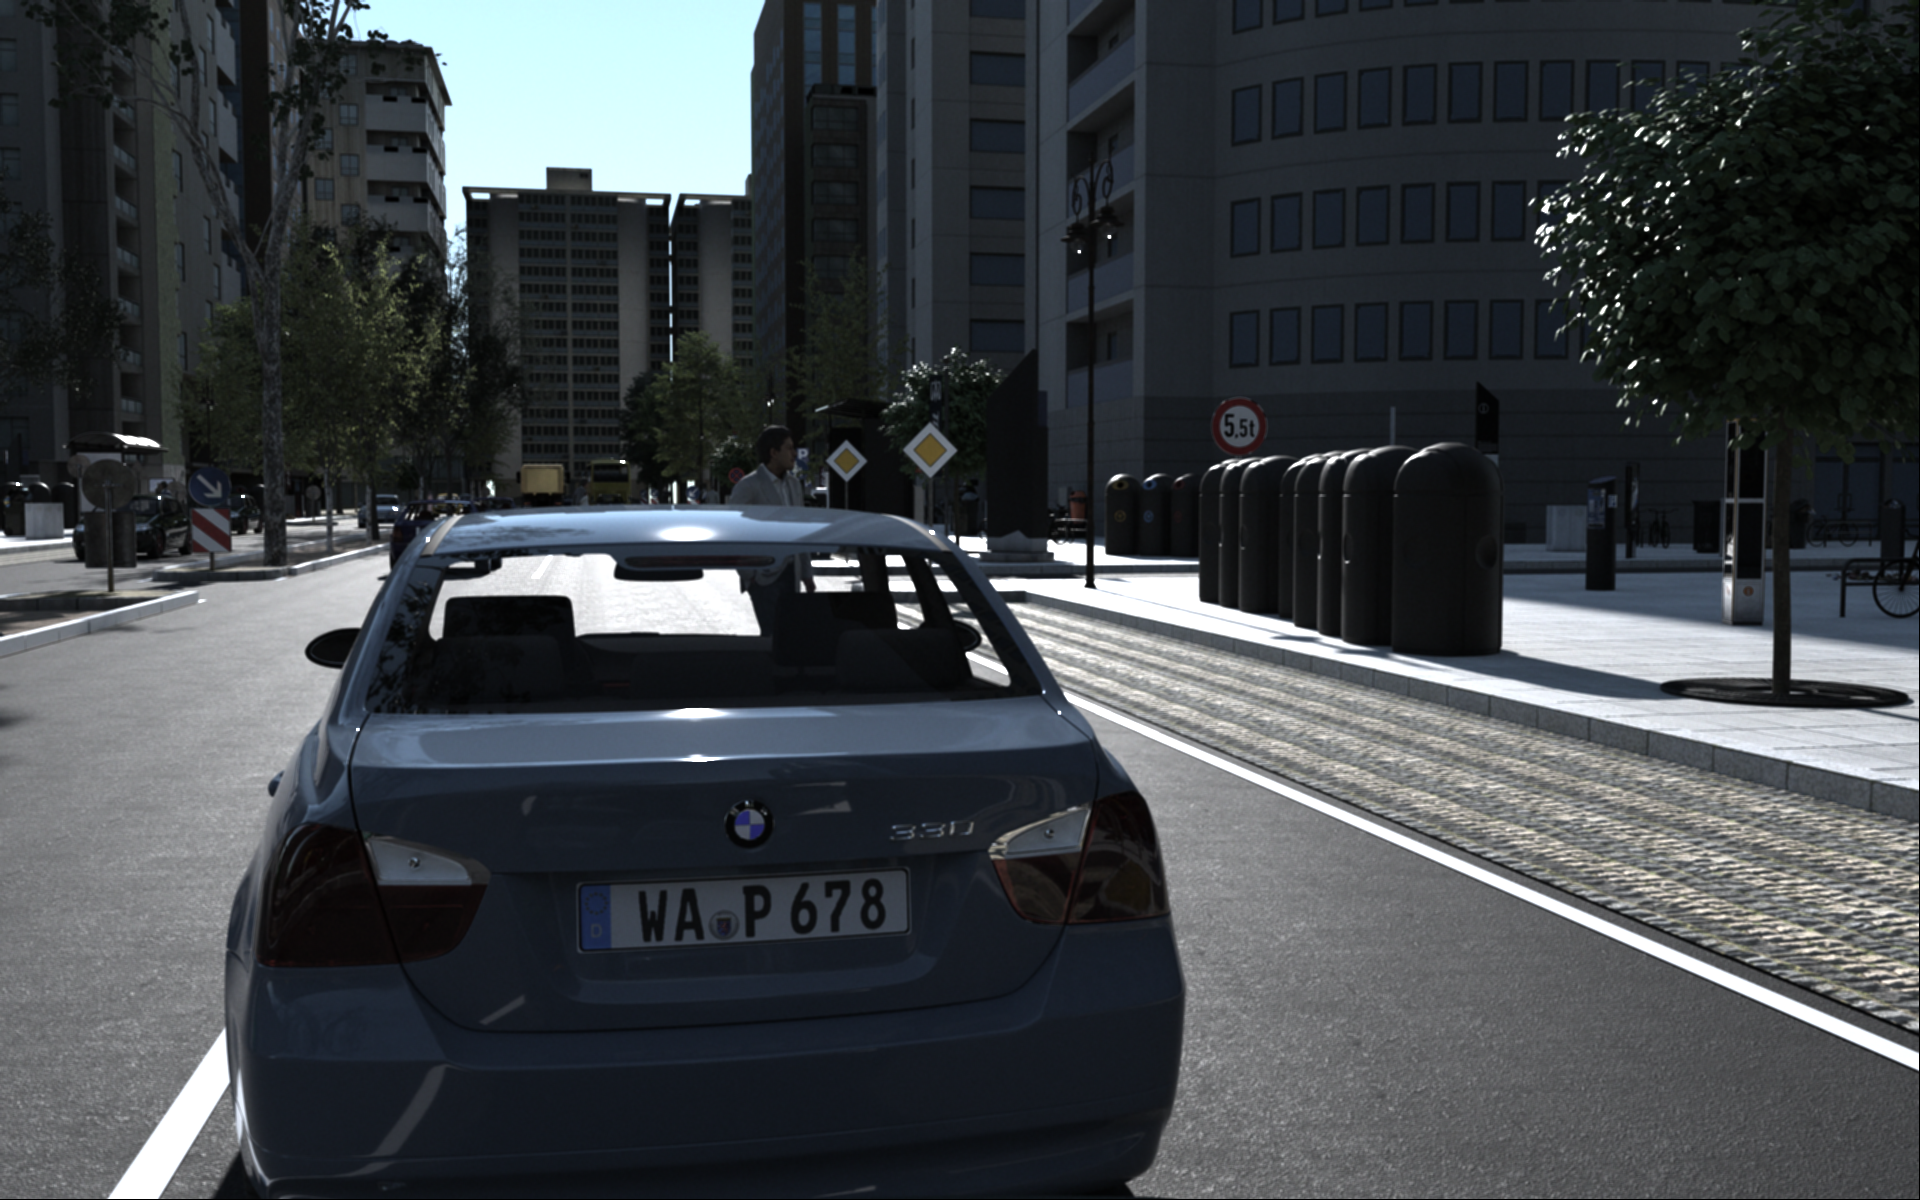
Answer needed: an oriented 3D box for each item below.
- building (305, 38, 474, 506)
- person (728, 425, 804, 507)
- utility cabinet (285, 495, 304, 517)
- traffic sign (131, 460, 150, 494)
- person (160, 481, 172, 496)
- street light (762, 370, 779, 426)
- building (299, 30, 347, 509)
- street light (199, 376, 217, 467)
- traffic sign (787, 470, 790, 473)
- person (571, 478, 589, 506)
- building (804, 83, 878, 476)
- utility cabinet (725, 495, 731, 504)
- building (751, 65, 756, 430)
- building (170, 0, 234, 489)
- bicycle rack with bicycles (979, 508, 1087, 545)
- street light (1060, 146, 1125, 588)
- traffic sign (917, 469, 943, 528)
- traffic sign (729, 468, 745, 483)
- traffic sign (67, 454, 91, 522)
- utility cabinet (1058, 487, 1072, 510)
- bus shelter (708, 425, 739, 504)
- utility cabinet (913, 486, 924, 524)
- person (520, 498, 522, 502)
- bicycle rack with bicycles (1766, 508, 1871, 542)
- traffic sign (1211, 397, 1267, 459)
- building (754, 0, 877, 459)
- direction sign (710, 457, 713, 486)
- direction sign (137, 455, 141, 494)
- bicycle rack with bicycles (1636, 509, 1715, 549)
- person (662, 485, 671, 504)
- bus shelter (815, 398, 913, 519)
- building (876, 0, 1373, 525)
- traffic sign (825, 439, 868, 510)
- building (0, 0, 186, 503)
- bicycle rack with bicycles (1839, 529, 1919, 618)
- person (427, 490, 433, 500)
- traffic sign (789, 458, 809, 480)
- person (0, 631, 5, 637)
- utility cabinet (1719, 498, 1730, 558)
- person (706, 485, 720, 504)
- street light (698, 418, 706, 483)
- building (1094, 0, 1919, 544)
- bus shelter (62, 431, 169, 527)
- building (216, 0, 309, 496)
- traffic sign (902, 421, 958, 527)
[{"bbox_3d":[-71.730,-37.443,201.438,27.495,52.752,28.713,-1,4,-12],"label":"building"},{"bbox_3d":[-1.199,-0.133,10.517,0.795,1.843,0.661,3,5,40],"label":"person"},{"bbox_3d":[-37.018,-5.206,96.277,1.020,1.237,0.306,0,4,1],"label":"utility cabinet"},{"bbox_3d":[-30.910,-3.983,65.124,0.884,2.594,0.081,0,4,-7],"label":"traffic sign"},{"bbox_3d":[-23.431,-2.591,51.040,0.419,1.800,0.721,-1,4,-16],"label":"person"},{"bbox_3d":[-7.072,-5.624,64.736,0.468,5.910,1.993,-1,4,-12],"label":"street light"},{"bbox_3d":[-70.817,-30.417,151.937,28.867,44.769,22.147,-1,4,-12],"label":"building"},{"bbox_3d":[-29.544,-5.834,68.168,0.468,5.910,1.993,-1,4,-12],"label":"street light"},{"bbox_3d":[-6.310,-3.696,60.538,0.768,2.556,0.104,0,4,-3],"label":"traffic sign"},{"bbox_3d":[-9.379,-2.099,42.922,0.850,1.850,0.679,0,4,-3],"label":"person"},{"bbox_3d":[-4.566,-21.715,126.748,14.160,30.474,14.107,-1,4,-12],"label":"building"},{"bbox_3d":[-12.345,-4.975,92.502,0.306,1.237,1.020,-1,4,-15],"label":"utility cabinet"},{"bbox_3d":[-13.301,-29.636,168.144,14.154,41.232,14.086,-1,4,-12],"label":"building"},{"bbox_3d":[-62.028,-31.809,109.320,28.713,52.752,27.495,-1,4,-12],"label":"building"},{"bbox_3d":[2.131,-1.915,44.686,2.852,0.926,2.925,-2,4,-26],"label":"bicycle rack with bicycles"},{"bbox_3d":[1.778,-3.102,23.503,0.468,5.910,1.993,-1,4,-12],"label":"street light"},{"bbox_3d":[-0.711,-2.651,43.342,0.884,2.594,0.081,0,4,-7],"label":"traffic sign"},{"bbox_3d":[-10.727,-5.085,83.243,0.768,2.556,0.104,0,4,-4],"label":"traffic sign"},{"bbox_3d":[-28.167,-3.382,55.401,0.768,2.556,0.104,0,4,-2],"label":"traffic sign"},{"bbox_3d":[3.221,-2.729,53.298,0.318,1.500,1.173,1,4,11],"label":"utility cabinet"},{"bbox_3d":[-13.177,-7.418,98.910,2.179,5.291,8.768,-1,4,-12],"label":"bus shelter"},{"bbox_3d":[-1.307,-2.318,46.573,0.318,1.500,1.173,-2,4,-24],"label":"utility cabinet"},{"bbox_3d":[-30.020,-6.846,120.561,1.348,1.807,0.705,1,4,12],"label":"person"},{"bbox_3d":[20.956,-1.805,42.894,2.925,0.926,2.852,-2,4,-28],"label":"bicycle rack with bicycles"},{"bbox_3d":[3.664,-1.392,22.863,0.768,2.556,0.104,-1,4,-10],"label":"traffic sign"},{"bbox_3d":[-10.626,-30.818,153.978,14.600,45.320,14.200,-1,4,-12],"label":"building"},{"bbox_3d":[-15.219,-6.974,106.026,0.379,3.537,0.876,-1,4,-17],"label":"direction sign"},{"bbox_3d":[-38.591,-5.470,81.432,0.379,3.537,0.876,-2,4,-34],"label":"direction sign"},{"bbox_3d":[17.295,-1.730,41.670,2.852,0.926,2.925,2,4,29],"label":"bicycle rack with bicycles"},{"bbox_3d":[-14.772,-4.820,86.670,0.648,1.900,0.474,3,4,38],"label":"person"},{"bbox_3d":[-2.543,-3.321,45.581,1.731,3.624,6.357,-1,4,-12],"label":"bus shelter"},{"bbox_3d":[6.074,-33.704,93.058,21.231,58.520,28.212,-1,4,-12],"label":"building"},{"bbox_3d":[-2.085,-1.724,31.829,0.795,2.450,0.064,-1,4,-12],"label":"traffic sign"},{"bbox_3d":[-48.657,-24.696,87.380,14.154,41.232,14.086,-1,4,-12],"label":"building"},{"bbox_3d":[10.430,-0.237,17.261,2.925,0.926,2.852,-1,4,-11],"label":"bicycle rack with bicycles"},{"bbox_3d":[-39.798,-7.396,130.092,0.621,1.740,0.551,-1,4,-17],"label":"person"},{"bbox_3d":[-5.798,-3.781,61.931,0.768,2.556,0.104,0,4,-8],"label":"traffic sign"},{"bbox_3d":[-9.147,-0.202,16.067,0.640,1.303,0.475,1,4,11],"label":"person"},{"bbox_3d":[15.778,-1.478,35.332,0.306,1.237,1.020,3,4,38],"label":"utility cabinet"},{"bbox_3d":[-10.503,-3.986,73.764,0.635,1.810,0.391,0,4,4],"label":"person"},{"bbox_3d":[-15.740,-8.108,105.357,0.468,5.910,1.993,-1,4,-12],"label":"street light"},{"bbox_3d":[17.812,-31.274,53.336,28.212,58.520,21.231,-1,4,-12],"label":"building"},{"bbox_3d":[-28.484,-3.959,58.657,2.014,3.302,5.546,-1,4,-12],"label":"bus shelter"},{"bbox_3d":[-58.455,-29.466,131.886,14.600,45.320,14.200,-1,4,-12],"label":"building"},{"bbox_3d":[-0.418,-1.246,24.019,0.795,2.450,0.064,-1,4,-12],"label":"traffic sign"}]
